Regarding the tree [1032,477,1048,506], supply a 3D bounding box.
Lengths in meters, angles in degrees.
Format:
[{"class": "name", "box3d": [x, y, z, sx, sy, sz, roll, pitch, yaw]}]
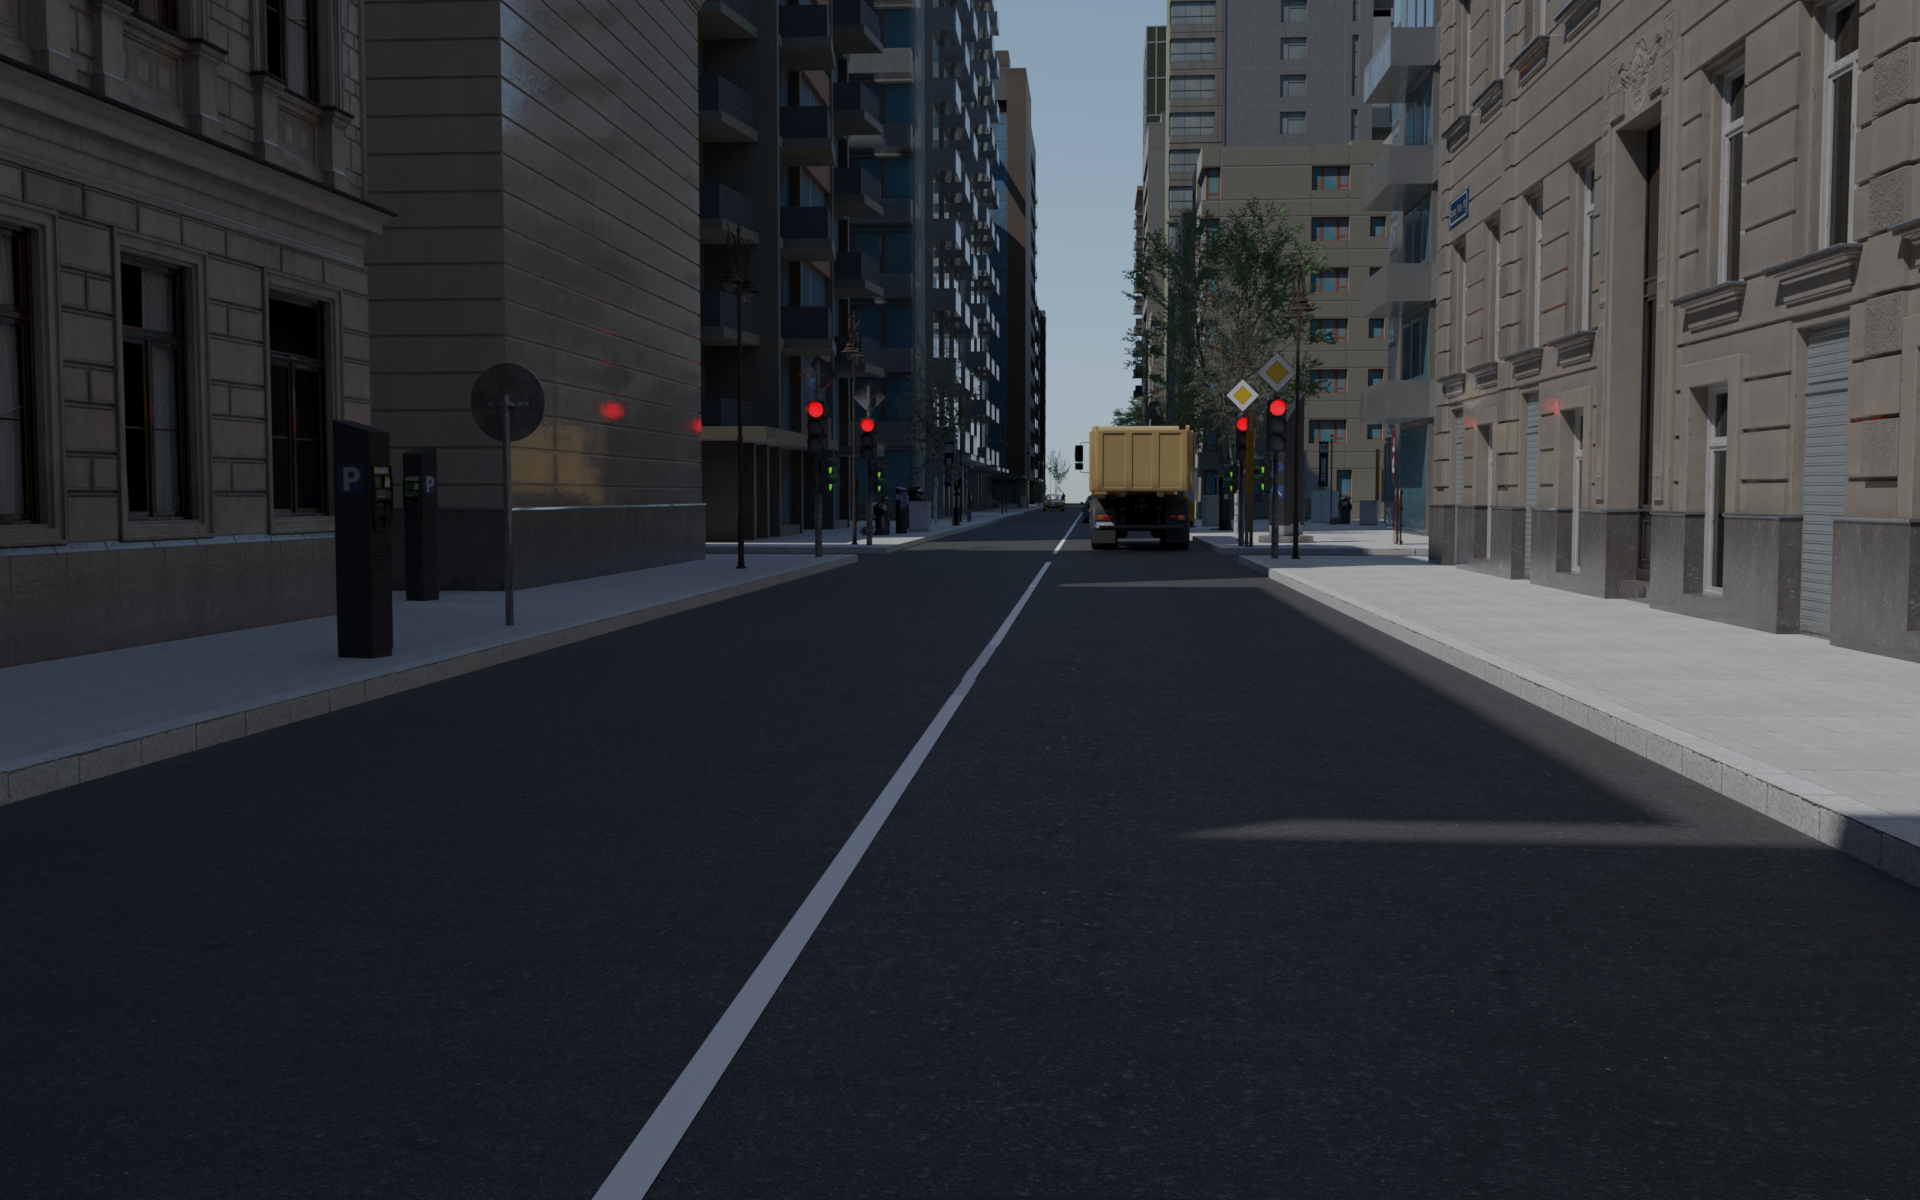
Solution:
[{"class": "tree", "box3d": [9.091, -12.228, 194.522, 1.663, 3.219, 1.824, 0, 3, 0]}]

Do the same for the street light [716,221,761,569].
[{"class": "street light", "box3d": [-3.771, -3.479, 29.667, 0.468, 5.910, 1.993, 0, 4, 4]}]

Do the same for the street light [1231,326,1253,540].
[{"class": "street light", "box3d": [7.772, -4.591, 47.852, 0.468, 5.910, 1.993, 0, 4, 4]}]

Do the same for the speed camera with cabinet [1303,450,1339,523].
[{"class": "speed camera with cabinet", "box3d": [17.210, -5.459, 83.598, 2.038, 3.252, 0.660, 0, 4, -5]}]

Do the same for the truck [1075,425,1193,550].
[{"class": "truck", "box3d": [4.888, -3.189, 48.057, 3.469, 3.379, 9.791, 0, 4, 4]}]

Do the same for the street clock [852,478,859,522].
[{"class": "street clock", "box3d": [-4.820, -4.614, 80.004, 0.358, 2.002, 0.471, 0, 4, 4]}]

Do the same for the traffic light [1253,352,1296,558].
[{"class": "traffic light", "box3d": [6.271, -2.787, 34.489, 0.839, 4.253, 0.868, 0, 4, 4]}]

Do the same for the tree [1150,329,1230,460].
[{"class": "tree", "box3d": [10.391, -7.808, 78.021, 4.737, 8.622, 4.395, 0, 3, 0]}]

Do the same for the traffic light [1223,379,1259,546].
[{"class": "traffic light", "box3d": [6.890, -3.274, 42.450, 0.839, 4.253, 0.868, 0, 4, 4]}]

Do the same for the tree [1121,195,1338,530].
[{"class": "tree", "box3d": [9.480, -8.313, 61.666, 9.928, 11.665, 9.643, 0, 3, 0]}]

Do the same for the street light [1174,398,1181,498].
[{"class": "street light", "box3d": [10.427, -6.705, 82.422, 0.468, 5.910, 1.993, 0, 4, 4]}]

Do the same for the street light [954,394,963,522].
[{"class": "street light", "box3d": [0.024, -6.472, 78.608, 0.468, 5.910, 1.993, 0, 4, 4]}]

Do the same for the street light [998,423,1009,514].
[{"class": "street light", "box3d": [2.768, -8.586, 113.170, 0.468, 5.910, 1.993, 0, 4, 4]}]

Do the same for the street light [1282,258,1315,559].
[{"class": "street light", "box3d": [6.639, -3.750, 34.096, 0.468, 5.910, 1.993, 0, 4, 4]}]

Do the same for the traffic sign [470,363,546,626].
[{"class": "traffic sign", "box3d": [-4.400, -1.024, 16.845, 0.768, 2.556, 0.104, 1, 4, 9]}]

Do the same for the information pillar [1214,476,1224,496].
[{"class": "information pillar", "box3d": [10.423, -3.995, 69.807, 0.304, 2.012, 0.304, -2, 4, -23]}]

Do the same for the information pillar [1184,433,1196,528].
[{"class": "information pillar", "box3d": [8.798, -4.585, 66.311, 0.504, 3.616, 0.183, 3, 5, 40]}]

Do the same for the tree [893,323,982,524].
[{"class": "tree", "box3d": [-1.064, -7.646, 75.367, 4.360, 8.622, 3.978, 0, 3, 0]}]

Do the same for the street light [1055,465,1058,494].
[{"class": "street light", "box3d": [15.234, -18.367, 273.088, 0.468, 5.910, 1.993, 0, 4, 4]}]

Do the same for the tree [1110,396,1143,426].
[{"class": "tree", "box3d": [20.216, -17.281, 200.673, 7.486, 12.596, 7.792, 0, 3, 0]}]

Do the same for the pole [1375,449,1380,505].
[{"class": "pole", "box3d": [18.929, -5.179, 78.520, 0.158, 3.312, 0.155, 0, 3, 0]}]

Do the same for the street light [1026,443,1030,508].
[{"class": "street light", "box3d": [6.061, -11.138, 154.887, 0.468, 5.910, 1.993, 0, 4, 4]}]

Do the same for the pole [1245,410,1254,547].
[{"class": "pole", "box3d": [7.003, -2.939, 41.902, 0.158, 3.312, 0.155, 0, 3, 0]}]

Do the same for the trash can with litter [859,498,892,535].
[{"class": "trash can with litter", "box3d": [-2.641, -2.598, 53.863, 1.055, 1.170, 0.624, 2, 4, 25]}]

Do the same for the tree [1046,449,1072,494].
[{"class": "tree", "box3d": [15.541, -19.977, 276.987, 4.737, 8.622, 4.395, 0, 3, 0]}]

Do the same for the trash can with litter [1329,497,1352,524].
[{"class": "trash can with litter", "box3d": [16.137, -3.803, 73.571, 0.624, 1.170, 1.055, -3, 4, -38]}]

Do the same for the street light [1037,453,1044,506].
[{"class": "street light", "box3d": [8.678, -13.276, 189.853, 0.468, 5.910, 1.993, 0, 4, 4]}]

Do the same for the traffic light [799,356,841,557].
[{"class": "traffic light", "box3d": [-2.864, -2.829, 35.181, 0.839, 4.253, 0.868, 0, 4, 4]}]

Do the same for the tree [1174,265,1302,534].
[{"class": "tree", "box3d": [8.869, -6.416, 55.260, 4.360, 8.622, 3.978, 0, 3, 0]}]

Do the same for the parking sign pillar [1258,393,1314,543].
[{"class": "parking sign pillar", "box3d": [8.629, -3.501, 45.713, 1.447, 3.967, 1.447, 2, 4, 34]}]

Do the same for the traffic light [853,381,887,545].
[{"class": "traffic light", "box3d": [-2.245, -3.316, 43.142, 0.839, 4.253, 0.868, 0, 4, 4]}]

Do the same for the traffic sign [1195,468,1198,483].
[{"class": "traffic sign", "box3d": [8.935, -3.982, 67.231, 0.606, 2.300, 0.079, 1, 4, 13]}]

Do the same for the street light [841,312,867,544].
[{"class": "street light", "box3d": [-2.688, -4.358, 44.042, 0.468, 5.910, 1.993, 0, 4, 4]}]

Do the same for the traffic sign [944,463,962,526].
[{"class": "traffic sign", "box3d": [-0.294, -4.271, 69.929, 0.768, 2.556, 0.104, 1, 4, 10]}]

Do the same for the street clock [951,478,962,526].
[{"class": "street clock", "box3d": [-0.150, -4.035, 70.536, 0.358, 2.002, 0.471, 2, 4, 32]}]

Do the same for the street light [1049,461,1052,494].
[{"class": "street light", "box3d": [12.438, -16.251, 238.485, 0.468, 5.910, 1.993, 0, 4, 4]}]
